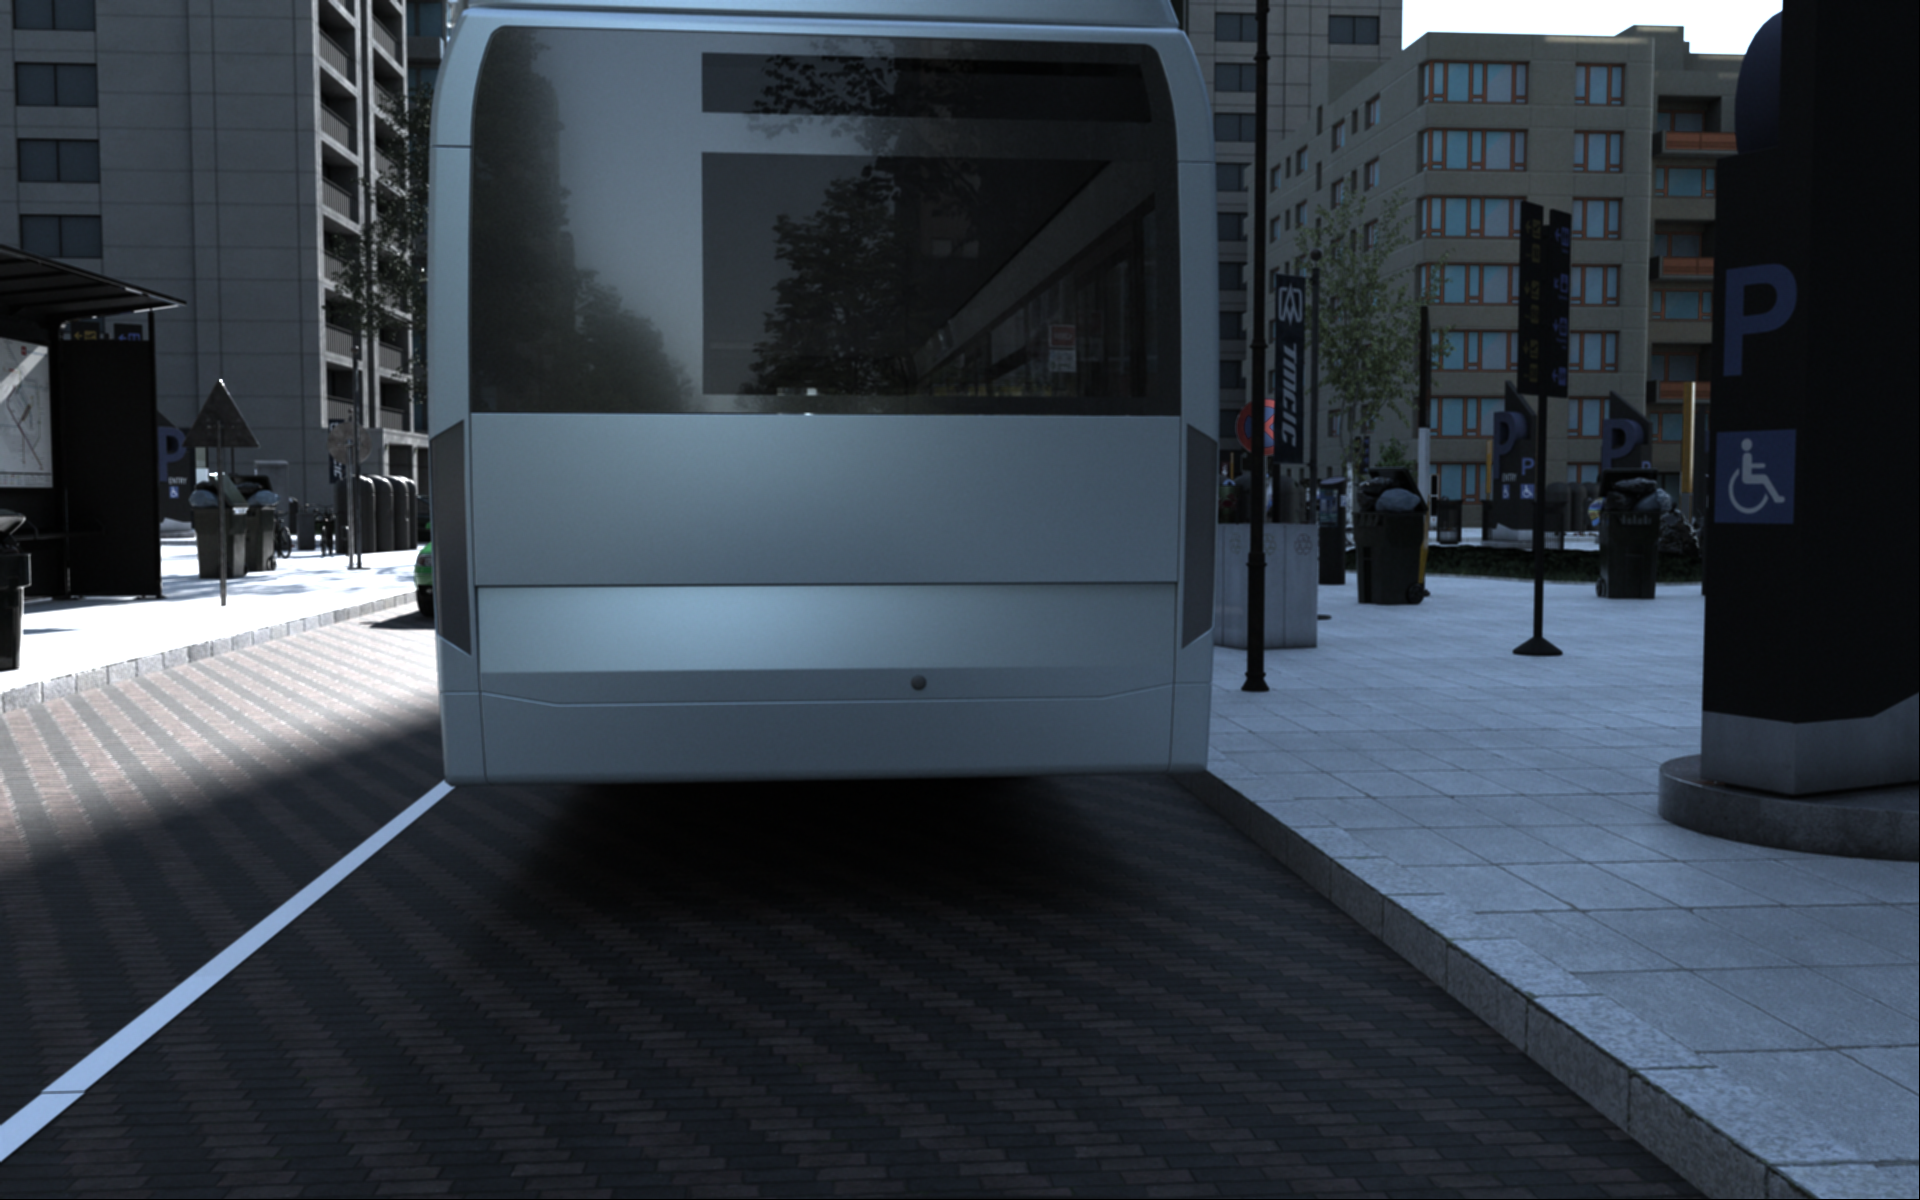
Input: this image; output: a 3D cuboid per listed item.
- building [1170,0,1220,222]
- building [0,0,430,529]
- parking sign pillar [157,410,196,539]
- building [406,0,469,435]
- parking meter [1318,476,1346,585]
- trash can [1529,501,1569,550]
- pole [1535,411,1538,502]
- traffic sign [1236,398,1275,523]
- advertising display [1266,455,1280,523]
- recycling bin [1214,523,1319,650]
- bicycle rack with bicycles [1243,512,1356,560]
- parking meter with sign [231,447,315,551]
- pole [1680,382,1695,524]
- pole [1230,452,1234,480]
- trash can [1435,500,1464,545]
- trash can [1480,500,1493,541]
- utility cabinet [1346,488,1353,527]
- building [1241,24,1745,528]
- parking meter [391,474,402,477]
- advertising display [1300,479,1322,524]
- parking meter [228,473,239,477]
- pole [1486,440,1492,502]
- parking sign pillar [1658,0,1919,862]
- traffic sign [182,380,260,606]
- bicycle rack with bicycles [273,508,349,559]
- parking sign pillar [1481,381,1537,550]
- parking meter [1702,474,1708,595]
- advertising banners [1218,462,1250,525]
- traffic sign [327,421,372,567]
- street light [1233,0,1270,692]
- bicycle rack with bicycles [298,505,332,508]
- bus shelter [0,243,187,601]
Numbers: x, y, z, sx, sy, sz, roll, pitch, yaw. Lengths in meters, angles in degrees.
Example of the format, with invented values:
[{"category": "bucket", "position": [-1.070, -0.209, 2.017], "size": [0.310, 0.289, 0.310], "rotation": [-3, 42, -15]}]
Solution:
[{"category": "building", "position": [13.450, -40.754, 104.579], "size": [20.563, 71.187, 20.611], "rotation": [0, 4, -5]}, {"category": "building", "position": [-32.366, -38.729, 71.472], "size": [20.563, 71.187, 20.611], "rotation": [0, 4, -5]}, {"category": "parking sign pillar", "position": [-23.053, -3.787, 50.396], "size": [1.447, 3.967, 1.447], "rotation": [1, 4, 20]}, {"category": "building", "position": [-48.389, -33.978, 175.155], "size": [30.456, 49.044, 23.786], "rotation": [0, 4, -5]}, {"category": "parking meter", "position": [5.288, -0.990, 24.592], "size": [0.372, 1.533, 0.369], "rotation": [0, 3, 0]}, {"category": "trash can", "position": [11.798, -1.411, 34.725], "size": [0.748, 1.137, 0.748], "rotation": [0, 3, 0]}, {"category": "pole", "position": [14.157, -2.964, 42.309], "size": [0.158, 3.312, 0.155], "rotation": [0, 3, 0]}, {"category": "traffic sign", "position": [4.045, -1.405, 23.074], "size": [0.768, 2.556, 0.104], "rotation": [0, 4, 2]}, {"category": "advertising display", "position": [5.029, -1.410, 28.260], "size": [0.123, 1.923, 0.974], "rotation": [0, 4, -5]}, {"category": "recycling bin", "position": [2.536, -0.127, 14.637], "size": [0.722, 1.027, 0.722], "rotation": [-2, 4, -23]}, {"category": "bicycle rack with bicycles", "position": [6.381, -1.203, 33.058], "size": [2.925, 0.926, 2.852], "rotation": [0, 4, 7]}, {"category": "parking meter with sign", "position": [-15.600, -2.632, 39.299], "size": [1.738, 3.016, 0.543], "rotation": [-2, 4, -30]}, {"category": "pole", "position": [13.272, -2.309, 31.603], "size": [0.158, 3.312, 0.155], "rotation": [0, 3, 0]}, {"category": "pole", "position": [13.295, -5.558, 84.709], "size": [0.158, 3.312, 0.155], "rotation": [0, 3, 0]}, {"category": "trash can", "position": [12.442, -1.981, 44.039], "size": [0.748, 1.137, 0.748], "rotation": [0, 3, 0]}, {"category": "trash can", "position": [13.300, -1.921, 43.062], "size": [0.748, 1.137, 0.748], "rotation": [0, 3, 0]}, {"category": "utility cabinet", "position": [14.586, -3.483, 65.625], "size": [0.318, 1.500, 1.173], "rotation": [2, 4, 25]}, {"category": "building", "position": [30.658, -14.370, 79.994], "size": [28.899, 21.520, 27.650], "rotation": [0, 4, -5]}, {"category": "parking meter", "position": [-16.688, -2.797, 51.442], "size": [0.255, 1.863, 0.399], "rotation": [1, 4, 14]}, {"category": "advertising display", "position": [14.616, -4.097, 72.199], "size": [0.974, 1.923, 0.123], "rotation": [-1, 4, -16]}, {"category": "parking meter", "position": [-20.536, -2.654, 49.108], "size": [0.255, 1.863, 0.399], "rotation": [0, 4, -5]}, {"category": "pole", "position": [19.961, -4.377, 65.399], "size": [0.158, 3.312, 0.155], "rotation": [0, 3, 0]}, {"category": "parking sign pillar", "position": [3.493, -1.110, 6.616], "size": [1.447, 3.967, 1.447], "rotation": [-2, 4, -27]}, {"category": "traffic sign", "position": [-8.431, -1.208, 19.758], "size": [0.884, 2.594, 0.081], "rotation": [0, 4, 0]}, {"category": "bicycle rack with bicycles", "position": [-13.706, -1.357, 35.564], "size": [2.852, 0.926, 2.925], "rotation": [-1, 4, -21]}, {"category": "parking sign pillar", "position": [12.982, -3.186, 40.558], "size": [1.447, 3.967, 1.447], "rotation": [-1, 4, -10]}, {"category": "parking meter", "position": [9.599, -0.825, 21.900], "size": [0.372, 1.533, 0.369], "rotation": [0, 3, 0]}, {"category": "advertising banners", "position": [3.191, -1.760, 24.964], "size": [2.074, 3.025, 0.090], "rotation": [2, 4, 33]}, {"category": "traffic sign", "position": [-10.706, -1.852, 30.392], "size": [0.768, 2.556, 0.104], "rotation": [0, 4, -4]}, {"category": "street light", "position": [1.930, -2.346, 11.144], "size": [0.468, 5.910, 1.993], "rotation": [0, 4, -5]}, {"category": "bicycle rack with bicycles", "position": [-22.134, -2.791, 59.012], "size": [2.852, 0.926, 2.925], "rotation": [-3, 5, -43]}, {"category": "bus shelter", "position": [-10.004, -1.637, 18.051], "size": [1.731, 3.624, 6.357], "rotation": [0, 4, -5]}]
